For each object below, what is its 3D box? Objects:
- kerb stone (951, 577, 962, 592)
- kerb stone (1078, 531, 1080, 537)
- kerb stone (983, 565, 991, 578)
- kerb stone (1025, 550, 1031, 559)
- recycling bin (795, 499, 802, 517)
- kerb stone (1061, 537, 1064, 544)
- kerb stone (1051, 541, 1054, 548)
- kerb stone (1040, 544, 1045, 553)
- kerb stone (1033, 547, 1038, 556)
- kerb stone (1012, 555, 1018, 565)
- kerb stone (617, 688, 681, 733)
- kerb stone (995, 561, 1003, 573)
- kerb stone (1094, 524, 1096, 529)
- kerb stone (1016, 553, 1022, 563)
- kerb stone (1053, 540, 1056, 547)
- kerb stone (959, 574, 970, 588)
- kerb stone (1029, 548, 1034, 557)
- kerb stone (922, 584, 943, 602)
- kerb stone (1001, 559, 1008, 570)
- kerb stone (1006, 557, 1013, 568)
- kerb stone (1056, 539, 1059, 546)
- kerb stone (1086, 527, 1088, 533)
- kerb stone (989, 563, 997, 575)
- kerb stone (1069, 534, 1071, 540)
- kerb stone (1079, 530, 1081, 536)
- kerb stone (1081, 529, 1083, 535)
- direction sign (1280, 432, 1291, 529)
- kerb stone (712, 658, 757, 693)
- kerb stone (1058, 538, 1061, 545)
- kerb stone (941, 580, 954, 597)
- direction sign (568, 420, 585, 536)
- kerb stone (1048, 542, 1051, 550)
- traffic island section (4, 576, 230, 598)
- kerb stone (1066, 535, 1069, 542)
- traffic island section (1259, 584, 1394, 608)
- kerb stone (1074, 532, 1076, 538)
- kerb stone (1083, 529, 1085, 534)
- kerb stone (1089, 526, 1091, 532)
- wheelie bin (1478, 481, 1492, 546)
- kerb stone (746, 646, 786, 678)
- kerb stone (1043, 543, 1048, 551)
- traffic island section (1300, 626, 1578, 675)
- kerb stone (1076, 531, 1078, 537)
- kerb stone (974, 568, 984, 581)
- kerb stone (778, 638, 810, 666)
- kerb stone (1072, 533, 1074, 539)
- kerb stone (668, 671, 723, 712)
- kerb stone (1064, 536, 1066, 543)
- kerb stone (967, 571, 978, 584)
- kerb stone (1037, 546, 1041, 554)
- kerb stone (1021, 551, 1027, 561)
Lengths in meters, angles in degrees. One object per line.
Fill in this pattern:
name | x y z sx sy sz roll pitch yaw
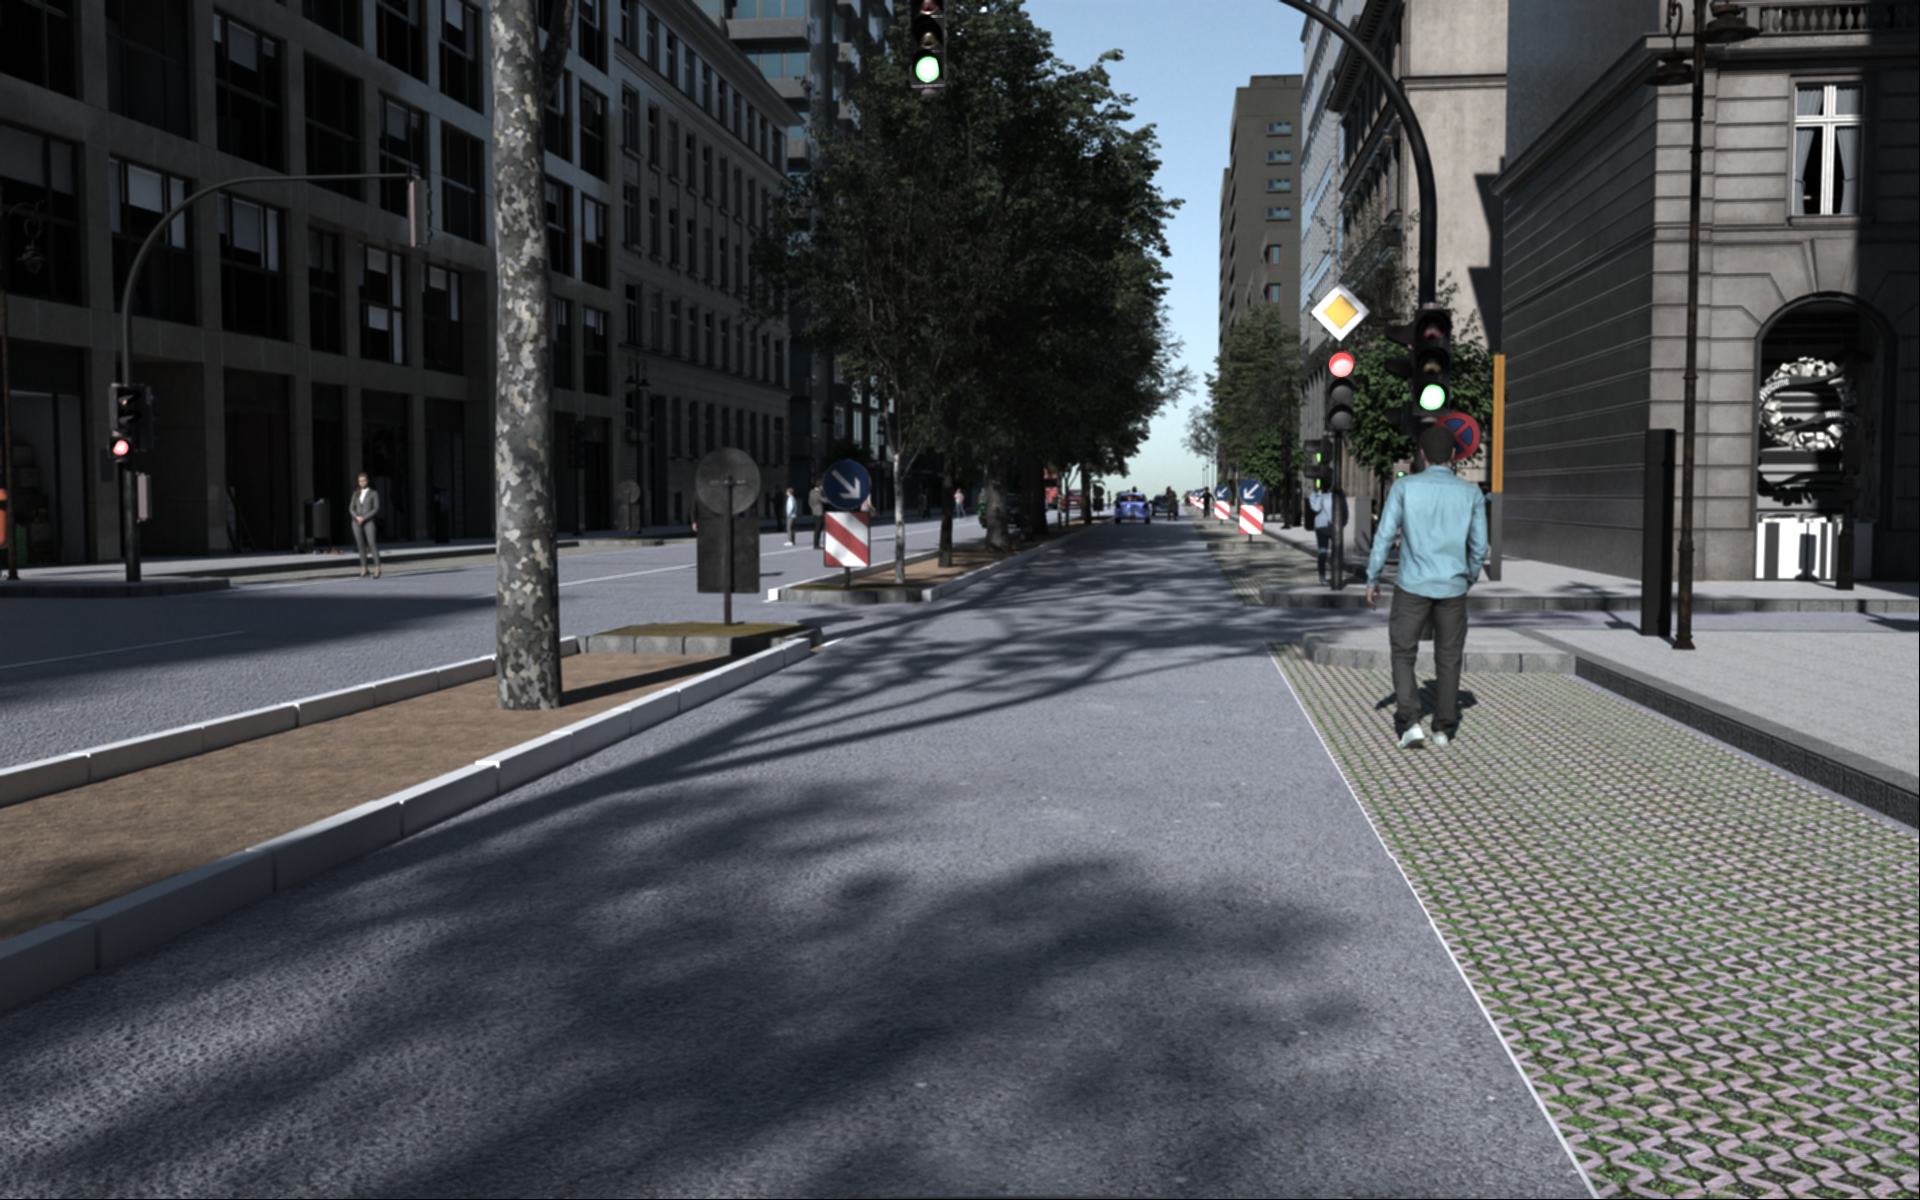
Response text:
kerb stone | -0.122 -0.206 25.568 0.120 0.150 1.000 0 4 7
kerb stone | 3.781 -2.134 57.132 0.120 0.150 1.000 0 4 7
kerb stone | 0.369 -0.455 29.636 0.120 0.150 1.000 0 4 7
kerb stone | 1.384 -0.953 37.792 0.120 0.150 1.000 0 4 7
recycling bin | -9.391 -5.220 97.907 0.722 1.027 0.722 2 4 25
kerb stone | 2.782 -1.639 48.986 0.120 0.150 1.000 0 4 7
kerb stone | 2.276 -1.390 44.922 0.120 0.150 1.000 0 4 7
kerb stone | 1.885 -1.195 41.870 0.120 0.150 1.000 0 4 7
kerb stone | 1.635 -1.079 39.839 0.120 0.150 1.000 0 4 7
kerb stone | 1.004 -0.765 34.733 0.120 0.150 1.000 0 4 7
kerb stone | -1.961 0.695 10.832 0.120 0.150 1.000 0 4 7
kerb stone | 0.629 -0.576 31.663 0.120 0.150 1.000 0 4 7
kerb stone | 5.168 -2.817 68.303 0.120 0.150 1.000 0 4 7
kerb stone | 1.133 -0.824 35.752 0.120 0.150 1.000 0 4 7
kerb stone | 2.389 -1.452 45.938 0.120 0.150 1.000 0 4 7
kerb stone | -0.003 -0.265 26.583 0.120 0.150 1.000 0 4 7
kerb stone | 1.509 -1.017 38.816 0.120 0.150 1.000 0 4 7
kerb stone | -0.385 -0.082 23.540 0.120 0.150 1.000 0 4 7
kerb stone | 0.748 -0.642 32.685 0.120 0.150 1.000 0 4 7
kerb stone | 0.876 -0.704 33.707 0.120 0.150 1.000 0 4 7
kerb stone | 2.523 -1.515 46.959 0.120 0.150 1.000 0 4 7
kerb stone | 4.414 -2.448 62.212 0.120 0.150 1.000 0 4 7
kerb stone | 0.507 -0.517 30.648 0.120 0.150 1.000 0 4 7
kerb stone | 3.157 -1.825 52.034 0.120 0.150 1.000 0 4 7
kerb stone | 3.903 -2.199 58.147 0.120 0.150 1.000 0 4 7
kerb stone | 4.035 -2.261 59.160 0.120 0.150 1.000 0 4 7
direction sign | 11.935 -4.371 63.465 0.379 3.537 0.876 2 4 32
kerb stone | -1.708 0.571 12.861 0.120 0.150 1.000 0 4 7
kerb stone | 2.648 -1.577 47.973 0.120 0.150 1.000 0 4 7
kerb stone | -0.248 -0.144 24.554 0.120 0.150 1.000 0 4 7
direction sign | -11.781 -3.747 53.262 0.379 3.537 0.876 1 4 21
kerb stone | 2.136 -1.328 43.906 0.120 0.150 1.000 0 4 7
traffic island section | -12.099 -0.186 25.315 2.009 0.180 2.903 0 4 7
kerb stone | 3.037 -1.763 51.019 0.120 0.150 1.000 0 4 7
traffic island section | 5.061 -0.056 23.191 2.009 0.180 2.903 0 4 7
kerb stone | 3.536 -2.012 55.097 0.120 0.150 1.000 0 4 7
kerb stone | 4.159 -2.322 60.181 0.120 0.150 1.000 0 4 7
kerb stone | 4.675 -2.571 64.239 0.120 0.150 1.000 0 4 7
wheelie bin | 13.095 -2.142 42.925 0.693 1.594 0.980 -2 4 -30
kerb stone | -1.583 0.508 13.885 0.120 0.150 1.000 0 4 7
kerb stone | 2.015 -1.266 42.889 0.120 0.150 1.000 0 4 7
traffic island section | 4.079 0.429 15.266 2.009 0.180 2.903 0 4 7
kerb stone | 3.659 -2.070 56.111 0.120 0.150 1.000 0 4 7
kerb stone | 0.241 -0.392 28.612 0.120 0.150 1.000 0 4 7
kerb stone | -1.451 0.446 14.902 0.120 0.150 1.000 0 4 7
kerb stone | 3.407 -1.950 54.077 0.120 0.150 1.000 0 4 7
kerb stone | -1.831 0.633 11.846 0.120 0.150 1.000 0 4 7
kerb stone | 2.904 -1.701 50.003 0.120 0.150 1.000 0 4 7
kerb stone | 0.125 -0.330 27.597 0.120 0.150 1.000 0 4 7
kerb stone | 1.764 -1.139 40.854 0.120 0.150 1.000 0 4 7
kerb stone | 1.260 -0.892 36.775 0.120 0.150 1.000 0 4 7
